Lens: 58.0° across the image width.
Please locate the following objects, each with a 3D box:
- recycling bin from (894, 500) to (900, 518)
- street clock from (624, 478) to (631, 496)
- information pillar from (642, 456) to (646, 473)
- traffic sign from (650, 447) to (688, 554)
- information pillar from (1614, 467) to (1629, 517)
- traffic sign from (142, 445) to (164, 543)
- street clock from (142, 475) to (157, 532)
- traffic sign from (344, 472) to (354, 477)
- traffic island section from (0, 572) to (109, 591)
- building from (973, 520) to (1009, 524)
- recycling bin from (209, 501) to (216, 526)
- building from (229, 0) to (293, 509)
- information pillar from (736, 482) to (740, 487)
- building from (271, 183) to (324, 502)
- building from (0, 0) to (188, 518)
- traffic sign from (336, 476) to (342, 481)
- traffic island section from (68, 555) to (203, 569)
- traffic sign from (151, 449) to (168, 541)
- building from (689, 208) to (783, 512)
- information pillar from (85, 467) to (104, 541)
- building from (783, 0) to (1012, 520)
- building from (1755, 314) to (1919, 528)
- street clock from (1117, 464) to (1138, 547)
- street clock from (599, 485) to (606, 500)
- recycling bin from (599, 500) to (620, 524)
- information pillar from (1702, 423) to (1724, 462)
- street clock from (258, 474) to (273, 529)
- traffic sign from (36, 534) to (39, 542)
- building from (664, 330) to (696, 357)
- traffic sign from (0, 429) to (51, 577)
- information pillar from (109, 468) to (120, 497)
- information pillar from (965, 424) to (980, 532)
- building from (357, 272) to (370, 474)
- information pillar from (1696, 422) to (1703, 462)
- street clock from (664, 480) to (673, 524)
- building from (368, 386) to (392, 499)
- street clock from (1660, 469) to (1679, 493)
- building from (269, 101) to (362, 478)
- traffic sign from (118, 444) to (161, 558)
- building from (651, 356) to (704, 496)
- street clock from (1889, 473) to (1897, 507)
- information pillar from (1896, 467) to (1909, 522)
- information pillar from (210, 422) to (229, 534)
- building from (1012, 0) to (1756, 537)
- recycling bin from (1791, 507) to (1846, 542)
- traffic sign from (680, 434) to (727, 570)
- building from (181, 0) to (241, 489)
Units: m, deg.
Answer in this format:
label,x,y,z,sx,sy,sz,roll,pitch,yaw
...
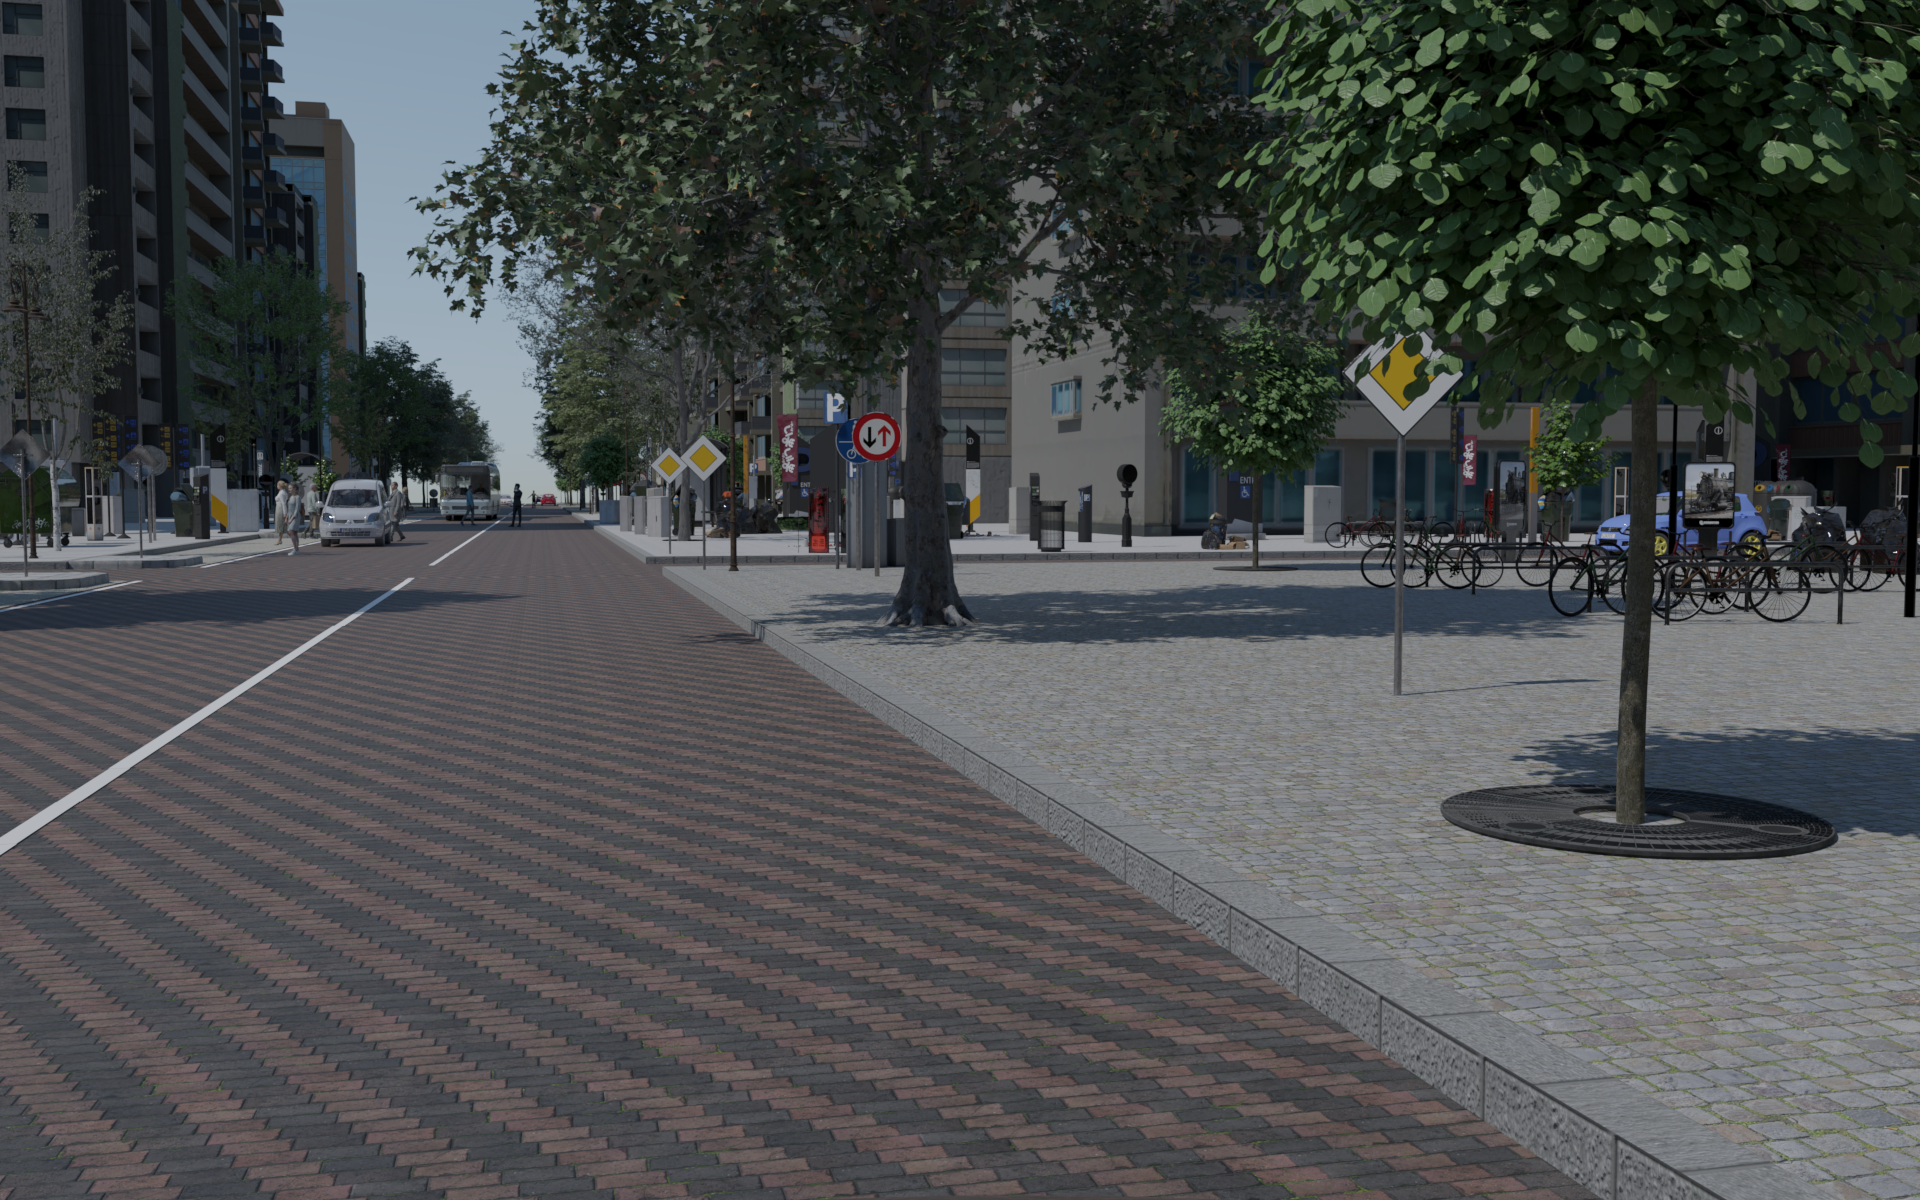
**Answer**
label,x,y,z,sx,sy,sz,roll,pitch,yaw
recycling bin,-2.492,-3.840,75.342,0.722,1.027,0.722,0,4,5
street clock,-14.532,-4.366,75.947,0.358,2.002,0.471,-1,4,-17
information pillar,-19.165,-6.942,104.849,0.504,3.616,0.183,2,4,33
traffic sign,-6.207,-2.040,37.000,0.795,2.450,0.064,-1,4,-14
information pillar,18.160,-2.635,47.567,0.304,2.012,0.304,2,4,33
traffic sign,-21.210,-2.764,45.303,0.768,2.556,0.104,-1,4,-12
street clock,-27.215,-3.279,58.189,0.471,2.002,0.358,-1,4,-18
traffic sign,-34.943,-6.068,99.310,0.768,2.556,0.104,0,4,-7
traffic island section,-14.505,-0.280,26.865,2.009,0.180,2.903,-1,4,-14
building,4.216,-24.341,81.575,14.154,41.232,14.086,-1,4,-14
recycling bin,-30.564,-3.510,69.936,0.722,1.027,0.722,1,4,18
building,-65.749,-29.481,136.639,22.147,44.769,28.867,-1,4,-14
information pillar,-13.358,-6.070,103.732,0.304,2.012,0.304,-3,4,-36
building,-66.787,-23.681,158.890,14.160,30.474,14.107,-1,4,-14
building,-49.314,-19.524,90.923,14.160,30.474,14.107,-1,4,-14
traffic sign,-35.995,-6.097,99.784,0.768,2.556,0.104,0,4,-8
traffic island section,-16.385,-0.755,34.627,2.009,0.180,2.903,-1,4,-14
traffic sign,-22.090,-2.895,47.437,0.768,2.556,0.104,0,4,-8
building,-14.075,-31.146,163.857,22.147,44.769,28.867,-1,4,-14
information pillar,-23.757,-2.632,47.530,0.304,2.012,0.304,2,4,24
building,-3.747,-25.611,102.333,14.154,41.232,14.086,-1,4,-14
building,46.037,-25.329,68.753,28.867,44.769,22.147,-1,4,-14
street clock,4.035,-2.280,41.850,0.471,2.002,0.358,-2,4,-32
street clock,-20.156,-5.701,97.780,0.471,2.002,0.358,3,4,38
recycling bin,-15.042,-3.790,74.526,0.722,1.027,0.722,1,4,16
information pillar,21.282,-3.517,48.861,0.504,3.616,0.183,1,4,18
street clock,-25.364,-3.592,63.300,0.471,2.002,0.358,-2,4,-27
traffic sign,-24.724,-2.827,46.323,0.768,2.556,0.104,-1,4,-10
building,-31.593,-34.722,259.578,32.217,40.220,23.993,-1,4,-14
traffic sign,-14.484,-1.417,26.809,0.795,2.450,0.064,-1,4,-14
information pillar,-32.109,-4.548,65.716,0.504,3.616,0.183,2,4,24
information pillar,0.431,-4.085,58.142,0.504,3.616,0.183,1,4,9
building,-81.586,-27.119,215.098,14.160,30.474,14.107,-1,4,-14
information pillar,23.116,-3.840,54.137,0.183,3.616,0.504,3,5,43
street clock,-12.492,-4.272,74.411,0.358,2.002,0.471,2,4,31
building,-92.968,-23.848,234.948,27.650,21.520,28.899,-1,4,-14
street clock,20.453,-2.778,49.989,0.471,2.002,0.358,2,4,34
building,-77.834,-33.695,201.016,14.600,45.320,14.200,-1,4,-14
traffic sign,-16.364,-1.892,34.570,0.795,2.450,0.064,-1,4,-14
building,-27.488,-23.789,233.982,27.650,21.520,28.899,-1,4,-14
street clock,32.535,-3.407,60.274,0.358,2.002,0.471,0,4,2
information pillar,25.230,-2.558,46.319,0.304,2.012,0.304,1,4,12
information pillar,-24.072,-3.970,56.270,0.504,3.616,0.183,-2,4,-26
building,13.204,-26.870,63.033,21.600,48.544,21.300,-1,4,-14
recycling bin,17.014,-1.332,34.338,0.722,1.027,0.722,-2,4,-26
traffic sign,-4.327,-1.566,29.239,0.795,2.450,0.064,-1,4,-14
building,-60.159,-29.856,111.847,21.300,48.544,21.600,-1,4,-14
